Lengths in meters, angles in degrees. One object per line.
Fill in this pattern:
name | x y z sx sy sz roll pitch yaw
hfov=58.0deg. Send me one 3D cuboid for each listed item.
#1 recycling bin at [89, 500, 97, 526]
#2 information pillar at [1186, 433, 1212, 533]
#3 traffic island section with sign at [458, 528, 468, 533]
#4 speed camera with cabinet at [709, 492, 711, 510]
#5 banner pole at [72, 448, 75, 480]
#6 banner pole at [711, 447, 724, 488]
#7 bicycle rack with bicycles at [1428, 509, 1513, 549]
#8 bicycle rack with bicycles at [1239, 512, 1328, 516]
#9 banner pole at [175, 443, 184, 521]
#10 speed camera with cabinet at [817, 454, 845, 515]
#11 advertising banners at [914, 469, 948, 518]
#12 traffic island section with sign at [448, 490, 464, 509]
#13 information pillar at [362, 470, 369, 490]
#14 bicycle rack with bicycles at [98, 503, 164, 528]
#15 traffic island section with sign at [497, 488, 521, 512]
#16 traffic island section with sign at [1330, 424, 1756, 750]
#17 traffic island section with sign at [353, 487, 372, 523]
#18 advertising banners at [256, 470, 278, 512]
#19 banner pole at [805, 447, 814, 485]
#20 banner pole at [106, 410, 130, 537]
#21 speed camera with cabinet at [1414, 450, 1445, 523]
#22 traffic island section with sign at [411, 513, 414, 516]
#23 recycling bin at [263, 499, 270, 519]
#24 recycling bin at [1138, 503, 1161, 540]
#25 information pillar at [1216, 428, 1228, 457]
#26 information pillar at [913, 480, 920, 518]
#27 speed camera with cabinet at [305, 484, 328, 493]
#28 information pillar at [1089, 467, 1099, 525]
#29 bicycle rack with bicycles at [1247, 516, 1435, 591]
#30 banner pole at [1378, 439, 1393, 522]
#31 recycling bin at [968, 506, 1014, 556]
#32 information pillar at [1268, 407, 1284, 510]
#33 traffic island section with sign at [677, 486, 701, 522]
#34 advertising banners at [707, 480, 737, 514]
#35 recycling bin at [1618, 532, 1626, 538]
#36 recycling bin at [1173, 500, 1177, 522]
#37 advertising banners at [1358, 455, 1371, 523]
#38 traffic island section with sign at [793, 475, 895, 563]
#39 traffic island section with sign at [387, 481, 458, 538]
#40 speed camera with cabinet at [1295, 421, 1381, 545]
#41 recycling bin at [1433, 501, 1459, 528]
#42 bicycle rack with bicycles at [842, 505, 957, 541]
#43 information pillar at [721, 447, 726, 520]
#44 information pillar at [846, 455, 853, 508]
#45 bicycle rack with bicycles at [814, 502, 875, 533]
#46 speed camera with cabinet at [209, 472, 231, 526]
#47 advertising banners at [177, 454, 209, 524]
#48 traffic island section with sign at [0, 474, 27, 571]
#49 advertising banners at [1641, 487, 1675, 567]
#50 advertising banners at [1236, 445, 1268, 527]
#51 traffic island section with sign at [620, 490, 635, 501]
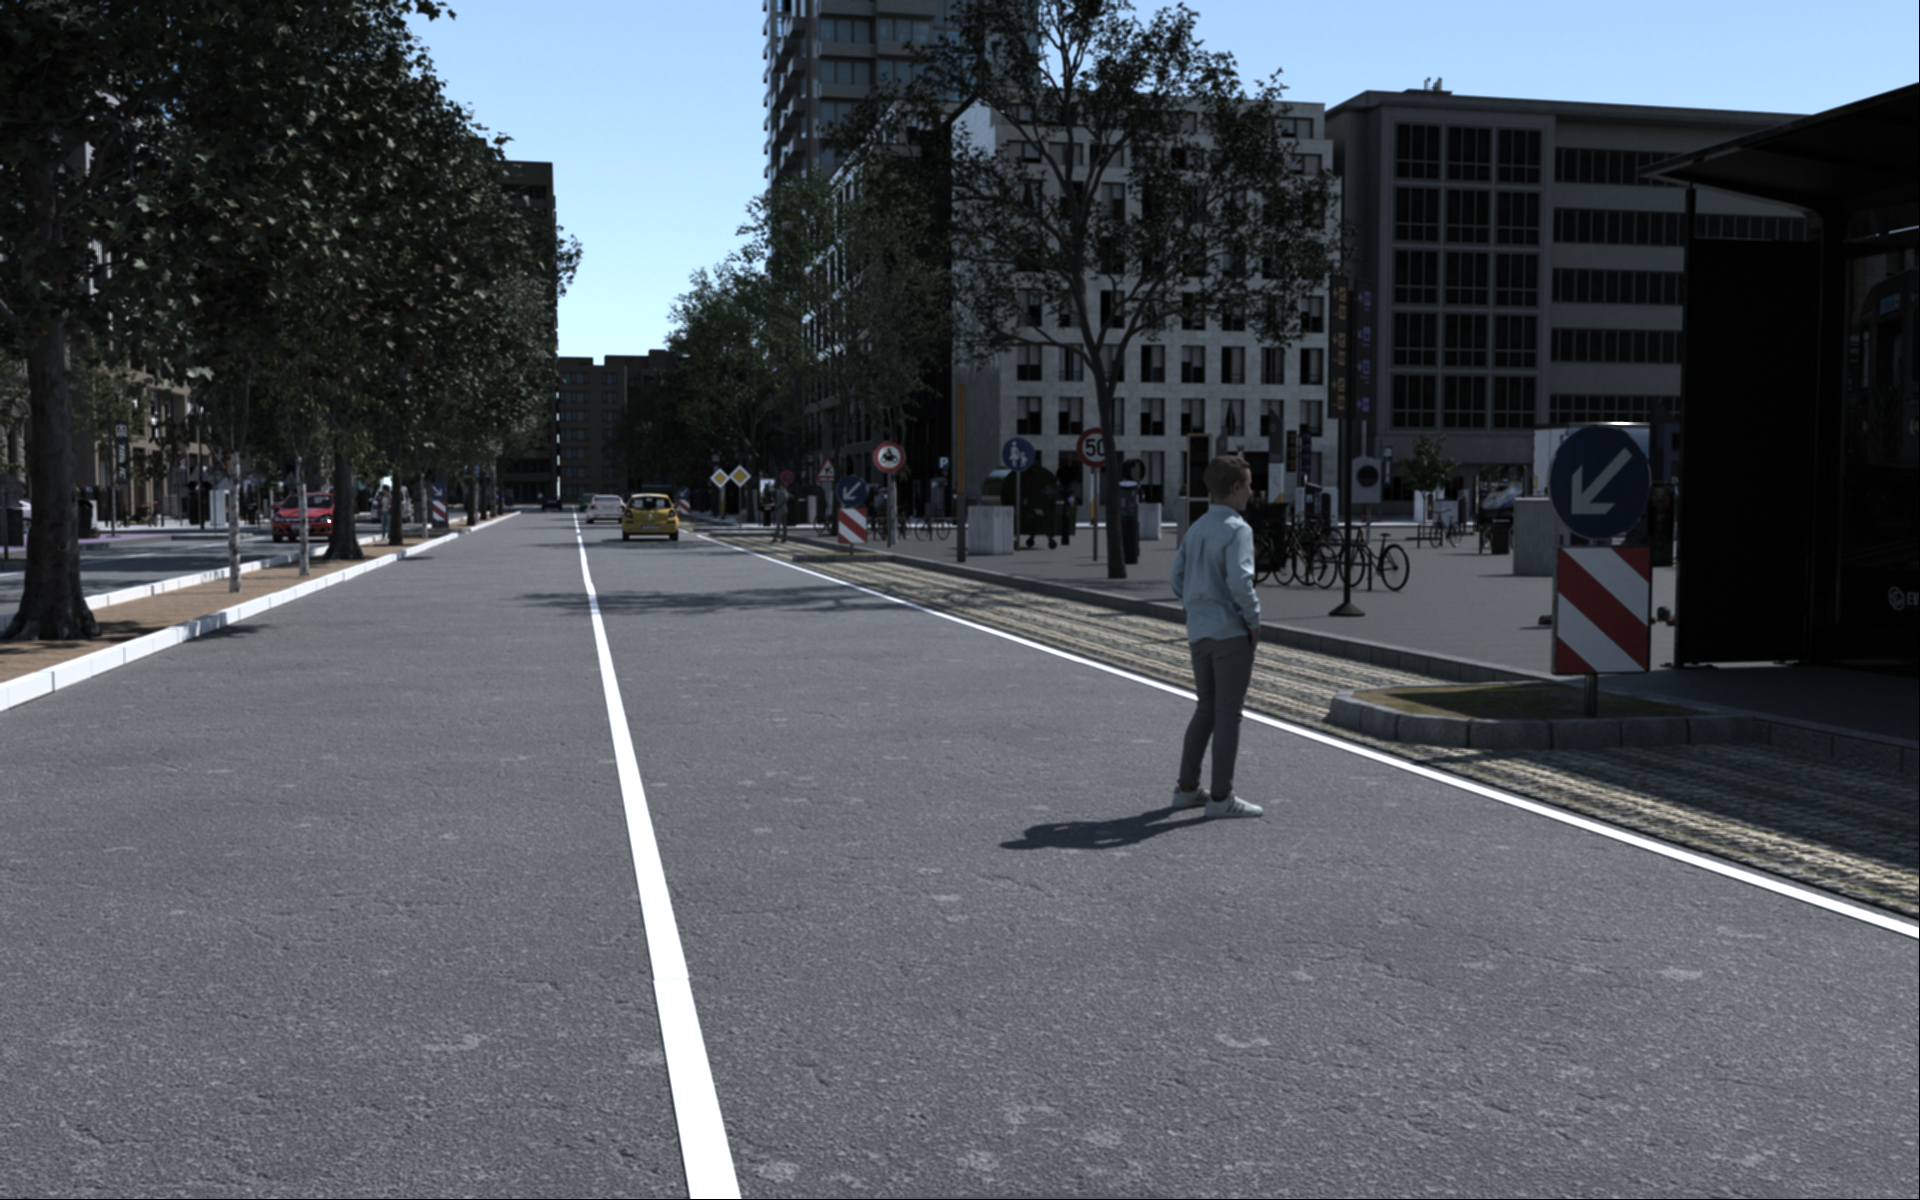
recycling bin | -34.697 -3.427 68.582 0.722 1.027 0.722 0 4 3
information pillar | 2.922 -1.020 21.174 0.304 2.012 0.304 1 4 9
traffic island section with sign | -19.253 -3.414 63.961 2.006 1.907 1.989 -1 4 -13
speed camera with cabinet | -18.927 -8.656 135.867 2.038 3.252 0.660 0 4 -3
banner pole | -42.865 -5.693 83.095 0.401 3.779 0.863 3 4 37
banner pole | -12.774 -6.226 91.818 0.863 3.779 0.401 0 4 1
bicycle rack with bicycles | 12.224 -1.697 41.123 2.852 0.926 2.925 2 4 34
bicycle rack with bicycles | 6.846 -1.320 34.971 2.852 0.926 2.925 -2 4 -27
banner pole | -37.543 -5.705 83.294 0.401 3.779 0.863 -1 4 -11
speed camera with cabinet | -6.354 -5.552 85.117 0.660 3.252 2.038 -2 4 -31
advertising banners | -1.491 -5.914 92.889 2.074 3.025 0.090 -2 4 -24
traffic island section with sign | -47.481 -9.398 162.281 1.989 1.847 2.006 -1 4 -13
information pillar | -45.601 -8.658 132.917 0.504 3.616 0.183 0 4 -3
bicycle rack with bicycles | -32.157 -3.304 67.395 2.852 0.926 2.925 -1 4 -22
traffic island section with sign | -35.745 -7.898 137.274 2.006 1.907 1.989 -1 4 -13
traffic island section with sign | 3.386 -0.123 10.632 1.989 1.847 2.006 -1 4 -13
traffic island section with sign | -30.563 -4.793 86.996 1.989 1.847 2.006 -1 4 -13
advertising banners | -50.033 -7.844 124.444 2.074 3.025 0.090 -2 4 -34
banner pole | -8.066 -6.270 92.524 0.401 3.779 0.863 -3 5 -41
banner pole | -25.178 -3.778 51.795 0.401 3.779 0.863 2 4 24
speed camera with cabinet | 20.993 -5.080 77.393 0.660 3.252 2.038 3 4 38
traffic island section with sign | -36.480 -6.402 113.296 1.989 1.847 2.006 -1 4 -13
recycling bin | -36.003 -4.786 90.797 0.722 1.027 0.722 3 4 38
recycling bin | 5.238 -2.196 48.460 0.722 1.027 0.722 1 4 12
information pillar | 9.289 -4.289 61.472 0.183 3.616 0.504 -3 5 -43
information pillar | -2.331 -5.445 93.510 0.304 2.012 0.304 1 4 14
speed camera with cabinet | -40.690 -6.984 108.521 2.038 3.252 0.660 0 4 -3
information pillar | 5.509 -4.868 70.946 0.183 3.616 0.504 -2 4 -28
bicycle rack with bicycles | 4.430 -0.634 23.748 2.852 0.926 2.925 -1 4 -15
banner pole | 19.366 -5.442 78.997 0.863 3.779 0.401 -1 4 -19
recycling bin | 0.647 -1.467 36.534 0.722 1.027 0.722 3 5 44
information pillar | 8.494 -3.379 46.606 0.183 3.616 0.504 -3 4 -37
traffic island section with sign | -14.606 -5.014 90.614 1.989 1.847 2.006 -1 4 -13
advertising banners | -15.025 -6.888 108.805 2.074 3.025 0.090 -2 4 -28
recycling bin | 19.672 -2.380 51.466 0.722 1.027 0.722 -2 4 -32
recycling bin | 10.293 -4.132 80.118 0.722 1.027 0.722 -1 4 -8
advertising banners | 17.866 -4.918 76.593 0.090 3.025 2.074 0 4 -2
traffic island section with sign | -2.529 -1.731 36.932 1.989 1.847 2.006 -1 4 -13
traffic island section with sign | -17.637 -2.972 56.732 2.006 1.907 1.989 -1 4 -13
speed camera with cabinet | 9.519 -3.015 43.636 2.038 3.252 0.660 0 4 -1
recycling bin | 18.256 -3.214 65.095 0.722 1.027 0.722 -1 4 -14
bicycle rack with bicycles | -1.392 -2.145 48.450 2.852 0.926 2.925 2 4 27
information pillar | -11.802 -5.810 86.354 0.183 3.616 0.504 0 4 6
information pillar | -6.627 -6.899 104.155 0.504 3.616 0.183 -3 5 -40
bicycle rack with bicycles | -3.071 -2.639 56.525 2.852 0.926 2.925 -3 4 -36
speed camera with cabinet | -29.920 -4.644 70.272 0.660 3.252 2.038 -1 4 -11
advertising banners | -33.001 -4.830 75.152 2.074 3.025 0.090 1 4 8
traffic island section with sign | -18.485 -1.510 33.319 1.989 1.847 2.006 -1 4 -13
advertising banners | 13.095 -2.095 30.439 2.074 3.025 0.090 1 4 14
advertising banners | 10.549 -4.063 62.624 0.090 3.025 2.074 3 5 43
traffic island section with sign | -31.667 -9.656 166.508 1.989 1.847 2.006 -1 4 -13
